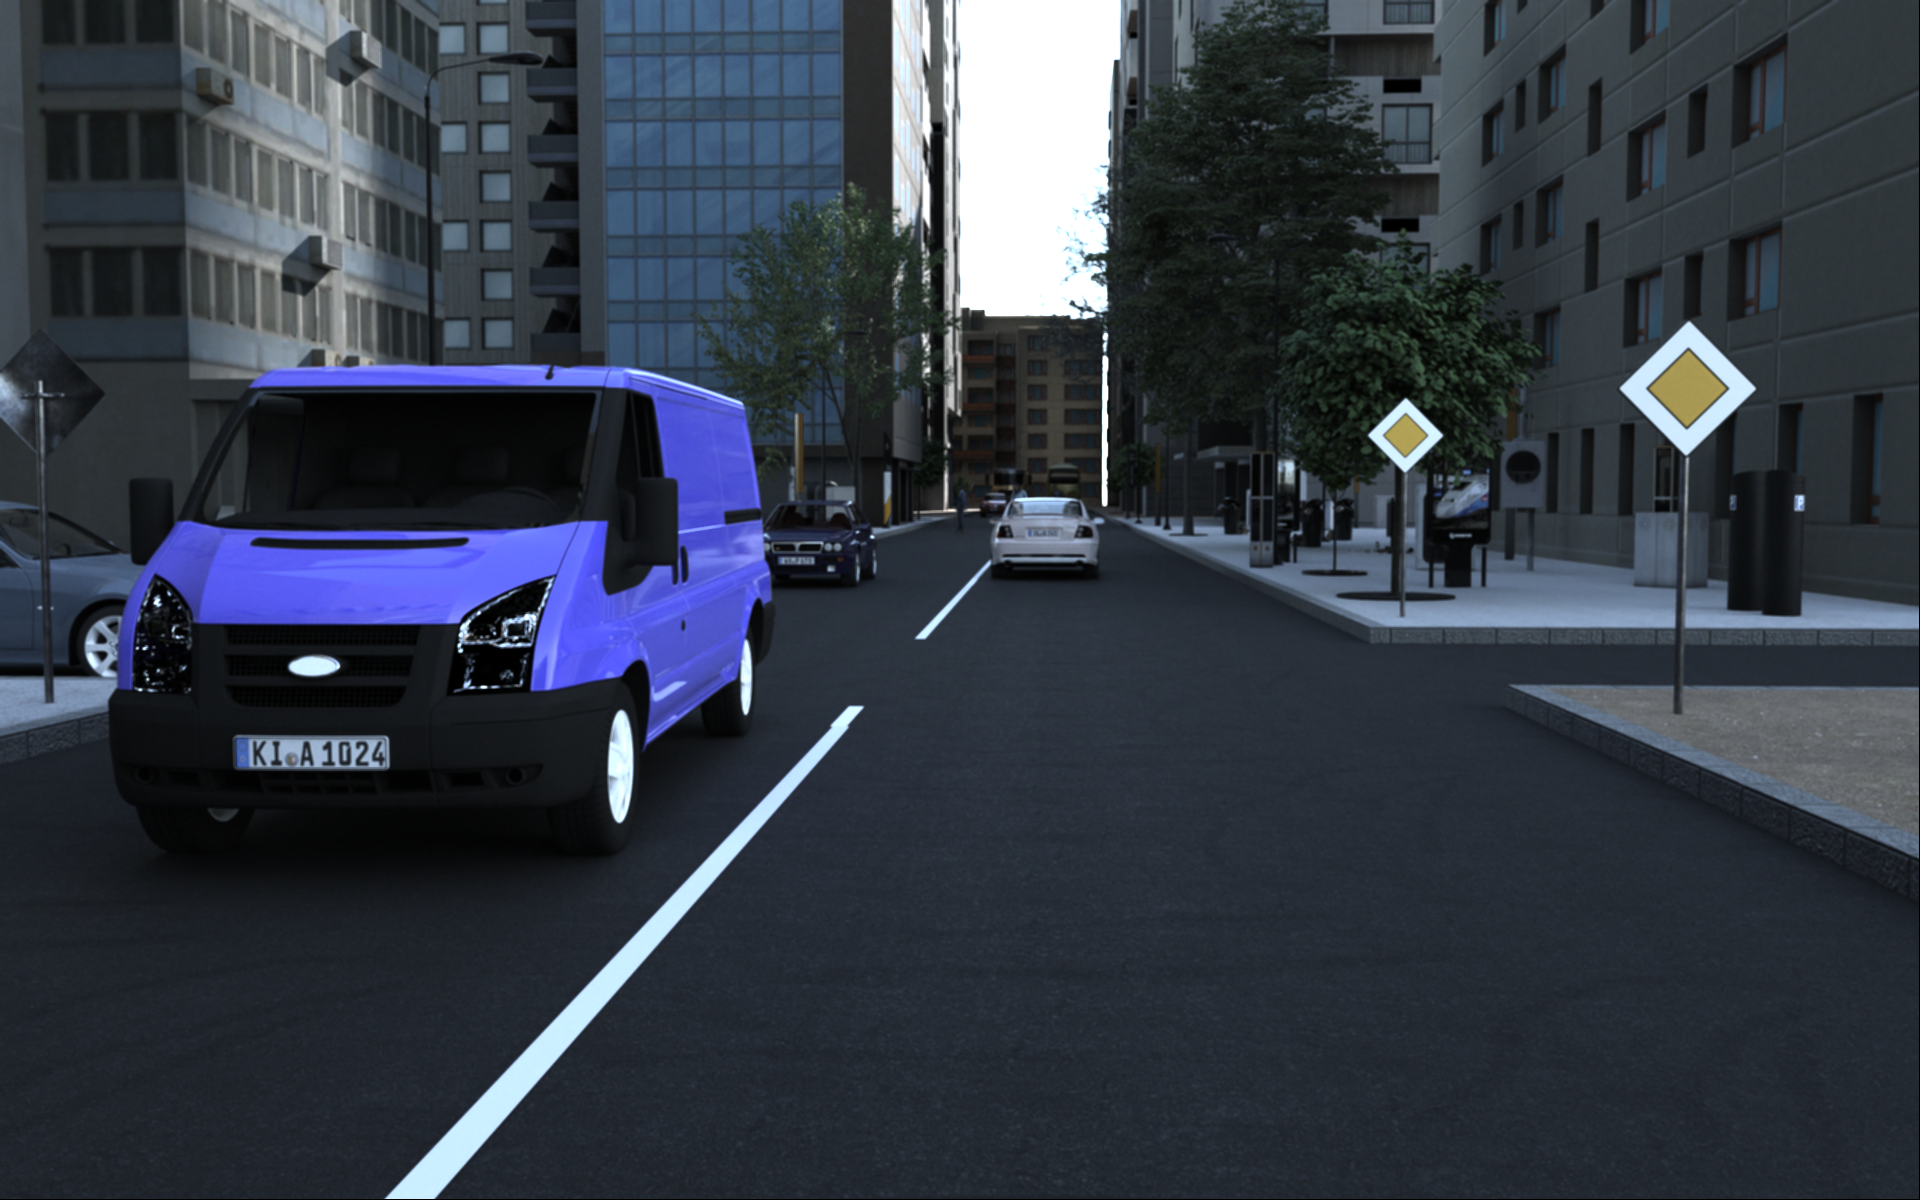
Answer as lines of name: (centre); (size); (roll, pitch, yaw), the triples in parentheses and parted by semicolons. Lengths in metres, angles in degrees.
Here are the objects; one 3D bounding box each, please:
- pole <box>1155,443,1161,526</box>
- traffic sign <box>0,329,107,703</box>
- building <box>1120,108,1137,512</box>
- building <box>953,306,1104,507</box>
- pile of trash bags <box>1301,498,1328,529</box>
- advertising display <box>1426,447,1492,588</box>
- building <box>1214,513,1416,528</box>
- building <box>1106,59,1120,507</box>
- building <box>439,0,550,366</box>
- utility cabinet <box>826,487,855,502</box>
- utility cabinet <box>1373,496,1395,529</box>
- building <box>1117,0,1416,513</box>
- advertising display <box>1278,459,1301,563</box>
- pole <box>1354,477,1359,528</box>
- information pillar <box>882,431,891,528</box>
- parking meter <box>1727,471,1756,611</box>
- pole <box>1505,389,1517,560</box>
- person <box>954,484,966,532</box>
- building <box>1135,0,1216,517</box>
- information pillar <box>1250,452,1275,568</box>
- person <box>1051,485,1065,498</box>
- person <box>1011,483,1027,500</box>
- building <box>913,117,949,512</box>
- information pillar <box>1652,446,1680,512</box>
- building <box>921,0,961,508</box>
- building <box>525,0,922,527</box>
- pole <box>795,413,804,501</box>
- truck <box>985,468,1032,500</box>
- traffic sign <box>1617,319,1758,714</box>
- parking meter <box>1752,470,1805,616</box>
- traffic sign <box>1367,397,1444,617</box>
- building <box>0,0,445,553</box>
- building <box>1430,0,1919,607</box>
pole: (7.981, -4.645, 69.793); (0.158, 3.312, 0.155); (0, 3, 0)
traffic sign: (-5.594, -0.425, 10.584); (0.795, 2.450, 0.064); (0, 4, 3)
building: (19.279, -22.085, 132.787); (14.160, 30.474, 14.107); (0, 4, 3)
building: (1.020, -21.232, 192.190); (28.899, 21.520, 27.650); (0, 4, 3)
pile of trash bags: (12.375, -3.311, 63.887); (3.447, 1.369, 1.912); (0, 4, 5)
advertising display: (6.856, -1.137, 23.802); (0.974, 1.923, 0.123); (-1, 4, -19)
building: (23.926, -29.873, 77.668); (28.713, 52.752, 27.495); (0, 4, 3)
building: (26.510, -34.371, 185.667); (21.600, 48.544, 21.300); (0, 4, 3)
building: (-16.001, -31.741, 108.198); (28.713, 52.752, 27.495); (0, 4, 3)
utility cabinet: (-3.605, -2.653, 52.057); (0.318, 1.500, 1.173); (2, 4, 29)
utility cabinet: (15.877, -3.245, 64.221); (1.020, 1.237, 0.306); (0, 4, -8)
building: (27.888, -34.464, 152.723); (28.713, 52.752, 27.495); (0, 4, 3)
advertising display: (6.077, -1.675, 32.599); (0.123, 1.923, 0.974); (-1, 4, -22)
pole: (14.900, -4.357, 65.081); (0.158, 3.312, 0.155); (0, 3, 0)
information pillar: (-2.715, -4.484, 64.669); (0.183, 3.616, 0.504); (1, 4, 22)
parking meter: (8.688, -0.654, 19.107); (0.372, 1.533, 0.369); (0, 3, 0)
pole: (10.714, -2.436, 33.672); (0.158, 3.312, 0.155); (0, 3, 0)
person: (0.039, -3.468, 65.385); (0.419, 1.800, 0.721); (-1, 4, -9)
building: (21.863, -34.779, 110.642); (21.231, 58.520, 28.212); (0, 4, 3)
information pillar: (5.271, -1.573, 30.218); (0.304, 2.012, 0.304); (-2, 4, -32)
person: (4.407, -4.249, 77.773); (0.655, 1.846, 0.447); (1, 4, 16)
person: (2.056, -3.042, 58.506); (0.793, 1.790, 0.793); (0, 4, -5)
building: (-8.324, -21.869, 129.258); (14.160, 30.474, 14.107); (0, 4, 3)
information pillar: (10.767, -1.342, 26.432); (0.304, 2.012, 0.304); (3, 5, 39)
building: (-13.502, -34.564, 154.358); (27.495, 52.752, 28.713); (0, 4, 3)
building: (-9.043, -25.814, 72.162); (14.600, 45.320, 14.200); (0, 4, 3)
pole: (-4.067, -3.060, 43.872); (0.158, 3.312, 0.155); (0, 3, 0)
truck: (3.888, -8.380, 132.937); (3.469, 3.379, 9.791); (0, 4, 4)
traffic sign: (4.185, -0.391, 10.039); (0.795, 2.450, 0.064); (0, 4, 3)
parking meter: (8.706, -0.605, 18.306); (0.372, 1.533, 0.369); (0, 3, 0)
traffic sign: (4.615, -0.879, 18.012); (0.795, 2.450, 0.064); (0, 4, 3)
building: (-23.564, -20.745, 31.065); (32.217, 40.220, 23.993); (0, 4, 3)
building: (26.038, -11.358, 30.750); (28.899, 21.520, 27.650); (0, 4, 3)
